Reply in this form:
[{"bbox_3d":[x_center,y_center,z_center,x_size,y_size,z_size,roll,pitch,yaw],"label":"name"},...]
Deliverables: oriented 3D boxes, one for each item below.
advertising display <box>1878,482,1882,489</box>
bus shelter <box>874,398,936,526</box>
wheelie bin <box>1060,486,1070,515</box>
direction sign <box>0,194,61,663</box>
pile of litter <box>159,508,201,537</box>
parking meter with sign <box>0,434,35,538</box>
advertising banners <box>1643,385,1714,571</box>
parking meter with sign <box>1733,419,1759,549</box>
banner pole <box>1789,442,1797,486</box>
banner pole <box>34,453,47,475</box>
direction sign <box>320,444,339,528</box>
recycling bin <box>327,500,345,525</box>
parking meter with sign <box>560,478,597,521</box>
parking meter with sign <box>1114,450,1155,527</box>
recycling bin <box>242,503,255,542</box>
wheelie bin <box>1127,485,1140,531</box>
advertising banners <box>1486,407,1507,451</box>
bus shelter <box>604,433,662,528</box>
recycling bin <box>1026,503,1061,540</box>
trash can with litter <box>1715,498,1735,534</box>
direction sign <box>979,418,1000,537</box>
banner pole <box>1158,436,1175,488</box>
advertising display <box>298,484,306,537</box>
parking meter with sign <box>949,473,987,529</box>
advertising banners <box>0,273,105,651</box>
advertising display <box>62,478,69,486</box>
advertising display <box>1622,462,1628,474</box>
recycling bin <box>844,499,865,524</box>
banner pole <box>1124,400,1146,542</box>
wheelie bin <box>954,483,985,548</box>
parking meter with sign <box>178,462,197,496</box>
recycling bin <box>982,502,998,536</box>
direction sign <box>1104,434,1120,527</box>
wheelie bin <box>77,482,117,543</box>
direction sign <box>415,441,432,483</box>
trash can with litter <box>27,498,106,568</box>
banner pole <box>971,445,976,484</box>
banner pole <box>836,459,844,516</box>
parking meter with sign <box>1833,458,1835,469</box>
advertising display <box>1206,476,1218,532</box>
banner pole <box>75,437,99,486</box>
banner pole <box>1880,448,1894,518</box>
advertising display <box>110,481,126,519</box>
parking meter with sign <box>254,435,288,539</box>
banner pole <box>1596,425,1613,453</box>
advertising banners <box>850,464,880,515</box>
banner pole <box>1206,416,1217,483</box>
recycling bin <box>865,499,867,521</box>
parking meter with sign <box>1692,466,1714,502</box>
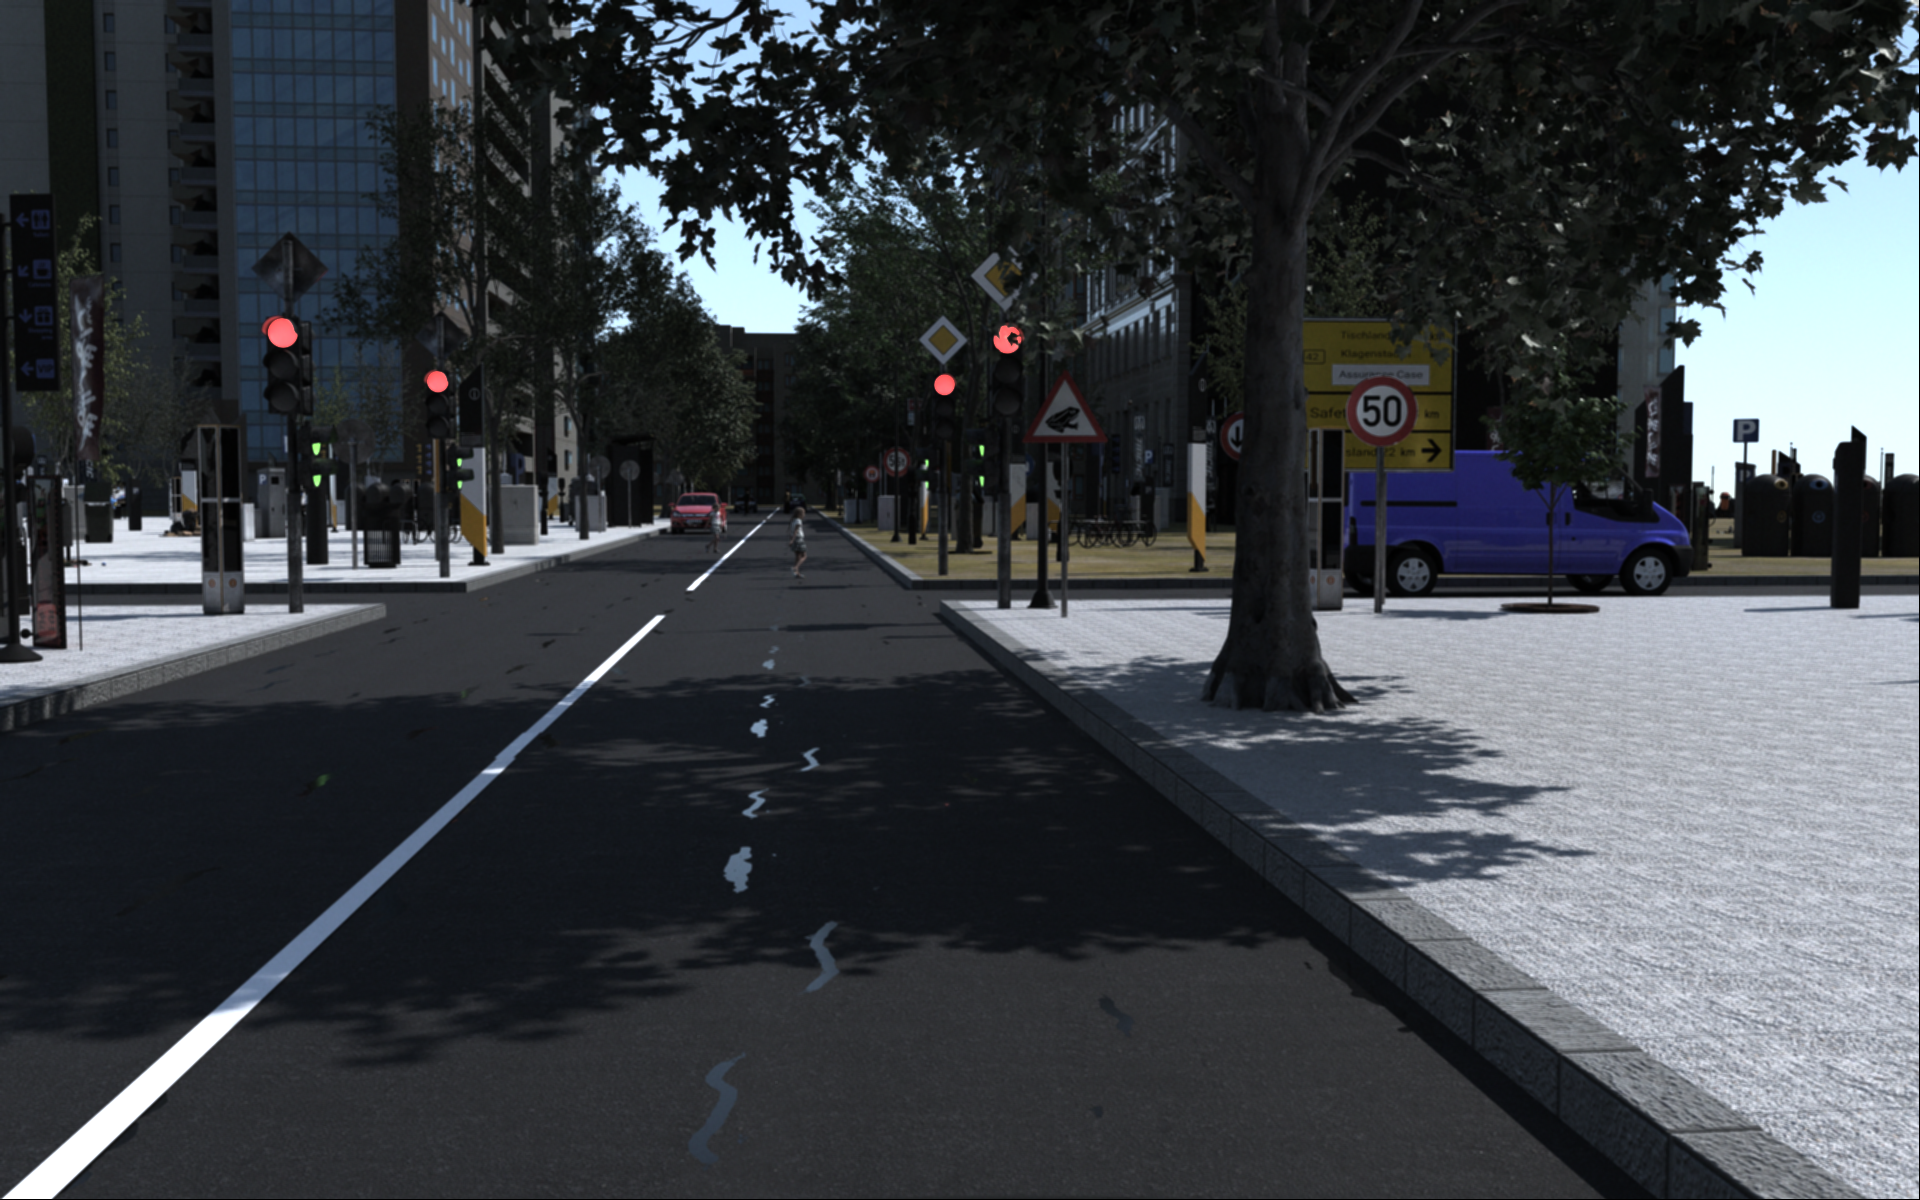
[{"bbox_3d":[46.762,-5.122,88.953,0.974,1.923,0.123,2,4,29],"label":"advertising display"},{"bbox_3d":[-2.317,-5.648,69.984,2.179,5.291,8.768,0,4,-5],"label":"bus shelter"},{"bbox_3d":[3.948,-3.739,69.040,0.980,1.594,0.693,2,4,34],"label":"wheelie bin"},{"bbox_3d":[-7.262,-1.297,13.200,0.876,3.537,0.379,0,4,6],"label":"direction sign"},{"bbox_3d":[-23.347,-2.361,52.568,1.719,0.858,1.176,0,4,-6],"label":"pile of litter"},{"bbox_3d":[-27.889,-3.335,50.795,1.738,3.016,0.543,2,4,28],"label":"parking meter with sign"},{"bbox_3d":[11.770,-1.972,28.422,2.074,3.025,0.090,-3,4,-36],"label":"advertising banners"},{"bbox_3d":[18.577,-2.730,40.897,0.543,3.016,1.738,2,4,27],"label":"parking meter with sign"},{"bbox_3d":[40.053,-5.708,83.344,0.401,3.779,0.863,0,4,3],"label":"banner pole"},{"bbox_3d":[-52.200,-6.618,98.225,0.863,3.779,0.401,-1,4,-17],"label":"banner pole"},{"bbox_3d":[-24.118,-4.538,66.188,0.379,3.537,0.876,2,4,32],"label":"direction sign"},{"bbox_3d":[-25.783,-3.615,71.658,0.722,1.027,0.722,-2,4,-24],"label":"recycling bin"},{"bbox_3d":[-17.901,-5.208,81.405,1.738,3.016,0.543,-2,4,-30],"label":"parking meter with sign"},{"bbox_3d":[6.804,-4.370,67.705,1.738,3.016,0.543,-3,5,-39],"label":"parking meter with sign"},{"bbox_3d":[-19.576,-2.099,46.866,0.722,1.027,0.722,0,4,-2],"label":"recycling bin"},{"bbox_3d":[6.116,-3.091,58.445,0.980,1.594,0.693,-3,4,-36],"label":"wheelie bin"},{"bbox_3d":[10.071,-2.351,34.634,2.074,3.025,0.090,-1,4,-17],"label":"advertising banners"},{"bbox_3d":[-13.040,-4.777,69.393,1.731,3.624,6.357,0,4,-6],"label":"bus shelter"},{"bbox_3d":[2.334,-2.188,48.327,0.722,1.027,0.722,-3,5,-41],"label":"recycling bin"},{"bbox_3d":[25.333,-2.796,56.774,1.678,1.210,2.233,3,4,36],"label":"trash can with litter"},{"bbox_3d":[1.015,-3.656,51.766,0.876,3.537,0.379,0,4,0],"label":"direction sign"},{"bbox_3d":[8.857,-5.200,75.034,0.863,3.779,0.401,0,4,3],"label":"banner pole"},{"bbox_3d":[-19.778,-2.879,52.293,0.123,1.923,0.974,0,4,-1],"label":"advertising display"},{"bbox_3d":[0.148,-4.172,64.479,1.738,3.016,0.543,0,4,-1],"label":"parking meter with sign"},{"bbox_3d":[-7.620,-1.113,14.383,2.074,3.025,0.090,2,4,35],"label":"advertising banners"},{"bbox_3d":[-35.311,-3.860,68.328,0.123,1.923,0.974,-1,4,-15],"label":"advertising display"},{"bbox_3d":[13.090,-1.839,35.284,0.974,1.923,0.123,3,5,44],"label":"advertising display"},{"bbox_3d":[-4.615,-3.813,74.894,0.722,1.027,0.722,-1,4,-12],"label":"recycling bin"},{"bbox_3d":[4.673,-3.437,46.204,0.401,3.779,0.863,-3,4,-37],"label":"banner pole"},{"bbox_3d":[0.206,-2.029,41.086,0.693,1.594,0.980,-1,4,-9],"label":"wheelie bin"},{"bbox_3d":[-42.286,-6.093,95.879,1.738,3.016,0.543,-1,4,-19],"label":"parking meter with sign"},{"bbox_3d":[0.776,-2.519,53.739,0.722,1.027,0.722,-2,4,-26],"label":"recycling bin"},{"bbox_3d":[5.628,-4.492,65.444,0.876,3.537,0.379,-1,4,-16],"label":"direction sign"},{"bbox_3d":[-22.735,-2.311,45.687,0.980,1.594,0.693,-1,4,-16],"label":"wheelie bin"},{"bbox_3d":[-23.144,-5.063,74.780,0.379,3.537,0.876,2,4,30],"label":"direction sign"},{"bbox_3d":[-16.064,-1.198,30.644,1.678,1.210,2.233,-1,4,-14],"label":"trash can with litter"},{"bbox_3d":[0.516,-4.892,70.000,0.401,3.779,0.863,-1,4,-19],"label":"banner pole"},{"bbox_3d":[-6.862,-6.718,99.862,0.401,3.779,0.863,3,4,38],"label":"banner pole"},{"bbox_3d":[42.798,-5.307,83.025,0.543,3.016,1.738,-2,4,-33],"label":"parking meter with sign"},{"bbox_3d":[8.329,-3.280,58.847,0.974,1.923,0.123,3,5,44],"label":"advertising display"},{"bbox_3d":[-28.390,-4.069,56.538,0.863,3.779,0.401,0,4,3],"label":"banner pole"},{"bbox_3d":[49.818,-6.312,93.218,0.401,3.779,0.863,-3,5,-41],"label":"banner pole"},{"bbox_3d":[-43.128,-5.099,88.576,0.123,1.923,0.974,2,4,31],"label":"advertising display"},{"bbox_3d":[-20.051,-3.310,50.380,0.543,3.016,1.738,1,4,23],"label":"parking meter with sign"},{"bbox_3d":[21.461,-4.143,57.753,0.863,3.779,0.401,1,4,17],"label":"banner pole"},{"bbox_3d":[-5.311,-6.182,97.265,2.074,3.025,0.090,-2,4,-25],"label":"advertising banners"},{"bbox_3d":[6.881,-3.599,48.861,0.863,3.779,0.401,2,4,34],"label":"banner pole"},{"bbox_3d":[-4.822,-4.229,81.697,0.722,1.027,0.722,1,4,21],"label":"recycling bin"},{"bbox_3d":[45.346,-6.739,106.447,1.738,3.016,0.543,1,4,23],"label":"parking meter with sign"}]
